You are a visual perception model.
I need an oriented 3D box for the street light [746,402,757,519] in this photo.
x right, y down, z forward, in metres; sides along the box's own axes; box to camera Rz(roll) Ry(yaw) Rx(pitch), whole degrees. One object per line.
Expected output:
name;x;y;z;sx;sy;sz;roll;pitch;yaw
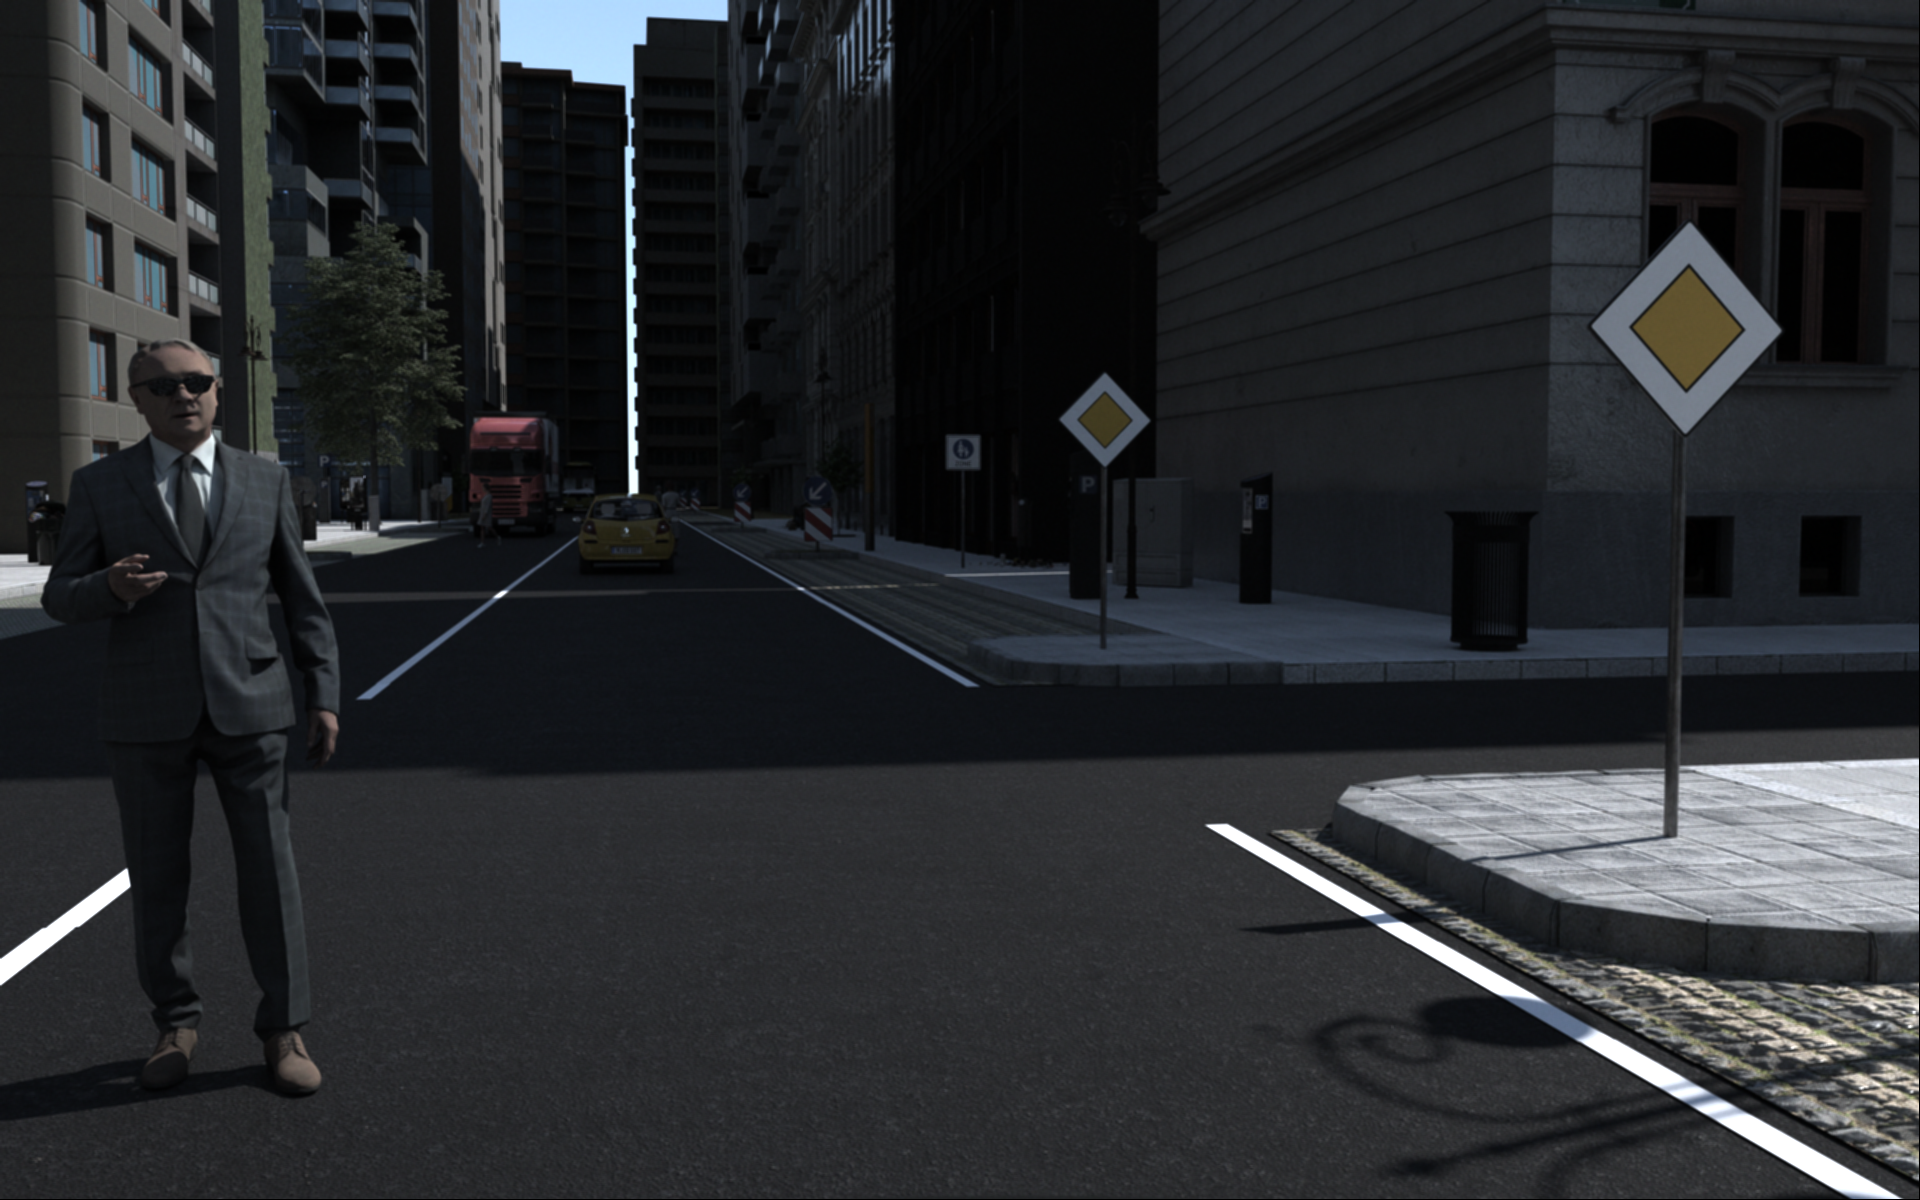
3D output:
street light;-10.480;-7.005;87.318;0.468;5.910;1.993;-1;4;-11

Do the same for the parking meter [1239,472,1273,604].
parking meter;3.475;-0.729;20.332;0.372;1.533;0.369;0;3;0

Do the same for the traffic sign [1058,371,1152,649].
traffic sign;1.183;-0.650;14.272;0.795;2.450;0.064;-1;4;-11

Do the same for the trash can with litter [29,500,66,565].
trash can with litter;-16.497;-1.221;31.345;0.624;1.170;1.055;-2;4;-28

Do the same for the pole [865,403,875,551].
pole;-2.038;-2.764;39.029;0.158;3.312;0.155;0;3;0

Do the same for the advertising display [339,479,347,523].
advertising display;-27.034;-4.379;76.810;0.123;1.923;0.974;3;5;40

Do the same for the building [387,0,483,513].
building;-41.392;-28.816;121.252;14.600;45.320;14.200;-1;4;-11

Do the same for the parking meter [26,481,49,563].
parking meter;-17.251;-1.467;32.404;0.372;1.533;0.369;0;3;0

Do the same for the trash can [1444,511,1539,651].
trash can;4.375;-0.162;14.301;0.748;1.137;0.748;0;3;0

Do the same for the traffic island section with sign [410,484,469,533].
traffic island section with sign;-19.415;-3.426;64.648;1.989;1.847;2.006;-1;4;-11

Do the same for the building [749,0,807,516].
building;-0.757;-29.844;107.557;23.786;49.044;30.456;-1;4;-11

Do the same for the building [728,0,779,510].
building;-3.961;-33.458;136.270;28.713;52.752;27.495;-1;4;-11

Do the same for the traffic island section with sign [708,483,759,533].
traffic island section with sign;-8.330;-3.451;65.054;1.989;1.847;2.006;-1;4;-11

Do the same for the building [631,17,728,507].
building;-23.435;-34.163;182.259;21.600;48.544;21.300;-1;4;-11

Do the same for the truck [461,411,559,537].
truck;-15.641;-4.413;61.062;2.839;4.237;11.283;-1;4;-10

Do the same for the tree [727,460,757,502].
tree;-12.562;-6.399;99.231;1.663;3.219;1.824;0;3;0

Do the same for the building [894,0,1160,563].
building;5.719;-12.879;40.250;12.332;23.373;15.834;-1;4;-11

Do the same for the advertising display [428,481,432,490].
advertising display;-25.905;-4.862;84.711;0.123;1.923;0.974;-1;4;-13

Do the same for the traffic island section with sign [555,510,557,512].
traffic island section with sign;-33.565;-8.027;139.870;1.989;1.847;2.006;-1;4;-11

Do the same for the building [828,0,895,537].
building;1.579;-12.717;57.073;9.793;20.994;18.267;-1;4;-11

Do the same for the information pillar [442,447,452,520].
information pillar;-25.386;-5.769;85.679;0.504;3.616;0.183;-3;5;-40

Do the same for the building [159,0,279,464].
building;-32.148;-22.917;58.291;14.154;41.232;14.086;-1;4;-11

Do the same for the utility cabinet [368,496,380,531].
utility cabinet;-20.635;-3.045;60.952;0.306;1.237;1.020;-1;4;-23

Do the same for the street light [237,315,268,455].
street light;-18.274;-4.409;44.869;0.468;5.910;1.993;-1;4;-11

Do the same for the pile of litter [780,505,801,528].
pile of litter;-6.191;-3.220;66.611;1.719;0.858;1.176;1;4;22

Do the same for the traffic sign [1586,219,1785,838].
traffic sign;2.659;-0.170;6.424;0.795;2.450;0.064;-1;4;-11

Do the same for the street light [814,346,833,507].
street light;-4.275;-4.973;54.104;0.468;5.910;1.993;-1;4;-11

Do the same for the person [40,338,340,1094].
person;-1.817;0.277;4.148;0.661;1.801;0.590;-2;4;-29

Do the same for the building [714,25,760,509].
building;-14.974;-28.904;156.175;14.154;41.232;14.086;-1;4;-11

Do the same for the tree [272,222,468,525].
tree;-24.479;-9.422;72.182;7.486;12.596;7.792;0;3;0

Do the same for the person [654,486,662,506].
person;-12.125;-3.736;69.987;0.834;1.777;0.661;-2;4;-31

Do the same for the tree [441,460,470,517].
tree;-28.738;-6.374;98.810;1.663;3.219;1.824;0;3;0

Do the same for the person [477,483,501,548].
person;-12.720;-2.288;46.653;0.466;1.731;0.760;2;4;25

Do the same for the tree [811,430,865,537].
tree;-3.516;-3.517;52.099;1.663;3.219;1.824;0;3;0

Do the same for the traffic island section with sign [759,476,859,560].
traffic island section with sign;-3.346;-1.829;38.530;1.989;1.847;2.006;-1;4;-11

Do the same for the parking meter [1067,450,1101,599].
parking meter;1.520;-0.945;21.170;0.399;1.863;0.255;-1;4;-9

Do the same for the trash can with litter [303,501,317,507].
trash can with litter;-24.503;-3.278;64.984;0.624;1.170;1.055;-1;4;-16

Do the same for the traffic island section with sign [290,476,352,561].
traffic island section with sign;-14.335;-1.773;37.621;1.989;1.847;2.006;-1;4;-11

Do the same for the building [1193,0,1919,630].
building;15.266;-14.450;23.649;23.554;28.519;14.401;-1;4;-11

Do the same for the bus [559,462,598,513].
bus;-29.621;-8.768;134.898;2.896;3.916;12.252;-1;4;-11

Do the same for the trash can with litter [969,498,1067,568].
trash can with litter;1.112;-1.208;30.812;1.678;1.210;2.233;-1;4;-8

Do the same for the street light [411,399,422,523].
street light;-24.369;-6.429;77.908;0.468;5.910;1.993;-1;4;-11

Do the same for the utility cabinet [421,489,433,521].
utility cabinet;-25.582;-4.556;83.177;0.318;1.500;1.173;0;4;-5

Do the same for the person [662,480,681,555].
person;-6.796;-1.935;40.702;0.480;1.755;0.524;-2;4;-26

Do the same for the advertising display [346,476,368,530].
advertising display;-21.418;-3.452;61.647;0.974;1.923;0.123;3;5;39

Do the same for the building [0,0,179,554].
building;-31.503;-11.227;28.600;27.650;21.520;28.899;-1;4;-11

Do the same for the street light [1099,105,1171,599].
street light;2.109;-2.956;21.123;0.468;5.910;1.993;-1;4;-11

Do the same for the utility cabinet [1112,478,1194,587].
utility cabinet;2.667;-0.940;24.049;1.173;1.500;0.318;3;5;43

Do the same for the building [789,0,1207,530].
building;0.245;-17.770;77.929;14.401;28.519;23.554;-1;4;-11

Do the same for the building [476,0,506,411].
building;-51.860;-33.824;142.256;27.495;52.752;28.713;-1;4;-11

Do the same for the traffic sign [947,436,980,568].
traffic sign;0.051;-1.705;30.005;0.606;2.300;0.079;-1;4;-9

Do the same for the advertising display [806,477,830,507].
advertising display;-5.321;-3.656;64.985;0.974;1.923;0.123;1;4;23

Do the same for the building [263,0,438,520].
building;-41.249;-47.975;97.070;22.319;86.520;31.000;-1;4;-11

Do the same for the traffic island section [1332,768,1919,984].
traffic island section;2.680;0.965;6.506;2.009;0.180;2.903;-1;4;-11

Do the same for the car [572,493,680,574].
car;-6.272;-1.366;32.553;2.015;1.641;3.980;-1;4;-11

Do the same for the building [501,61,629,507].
building;-48.603;-32.010;177.991;28.867;44.769;22.147;-1;4;-11

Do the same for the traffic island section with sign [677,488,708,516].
traffic island section with sign;-17.716;-6.504;114.973;1.989;1.847;2.006;-1;4;-11

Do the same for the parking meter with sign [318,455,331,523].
parking meter with sign;-28.217;-4.929;76.854;0.543;3.016;1.738;-1;4;-18

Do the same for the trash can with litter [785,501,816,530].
trash can with litter;-5.648;-3.052;61.285;1.055;1.170;0.624;-1;4;-15

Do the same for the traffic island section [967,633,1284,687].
traffic island section;1.205;0.485;14.354;2.009;0.180;2.903;-1;4;-11
